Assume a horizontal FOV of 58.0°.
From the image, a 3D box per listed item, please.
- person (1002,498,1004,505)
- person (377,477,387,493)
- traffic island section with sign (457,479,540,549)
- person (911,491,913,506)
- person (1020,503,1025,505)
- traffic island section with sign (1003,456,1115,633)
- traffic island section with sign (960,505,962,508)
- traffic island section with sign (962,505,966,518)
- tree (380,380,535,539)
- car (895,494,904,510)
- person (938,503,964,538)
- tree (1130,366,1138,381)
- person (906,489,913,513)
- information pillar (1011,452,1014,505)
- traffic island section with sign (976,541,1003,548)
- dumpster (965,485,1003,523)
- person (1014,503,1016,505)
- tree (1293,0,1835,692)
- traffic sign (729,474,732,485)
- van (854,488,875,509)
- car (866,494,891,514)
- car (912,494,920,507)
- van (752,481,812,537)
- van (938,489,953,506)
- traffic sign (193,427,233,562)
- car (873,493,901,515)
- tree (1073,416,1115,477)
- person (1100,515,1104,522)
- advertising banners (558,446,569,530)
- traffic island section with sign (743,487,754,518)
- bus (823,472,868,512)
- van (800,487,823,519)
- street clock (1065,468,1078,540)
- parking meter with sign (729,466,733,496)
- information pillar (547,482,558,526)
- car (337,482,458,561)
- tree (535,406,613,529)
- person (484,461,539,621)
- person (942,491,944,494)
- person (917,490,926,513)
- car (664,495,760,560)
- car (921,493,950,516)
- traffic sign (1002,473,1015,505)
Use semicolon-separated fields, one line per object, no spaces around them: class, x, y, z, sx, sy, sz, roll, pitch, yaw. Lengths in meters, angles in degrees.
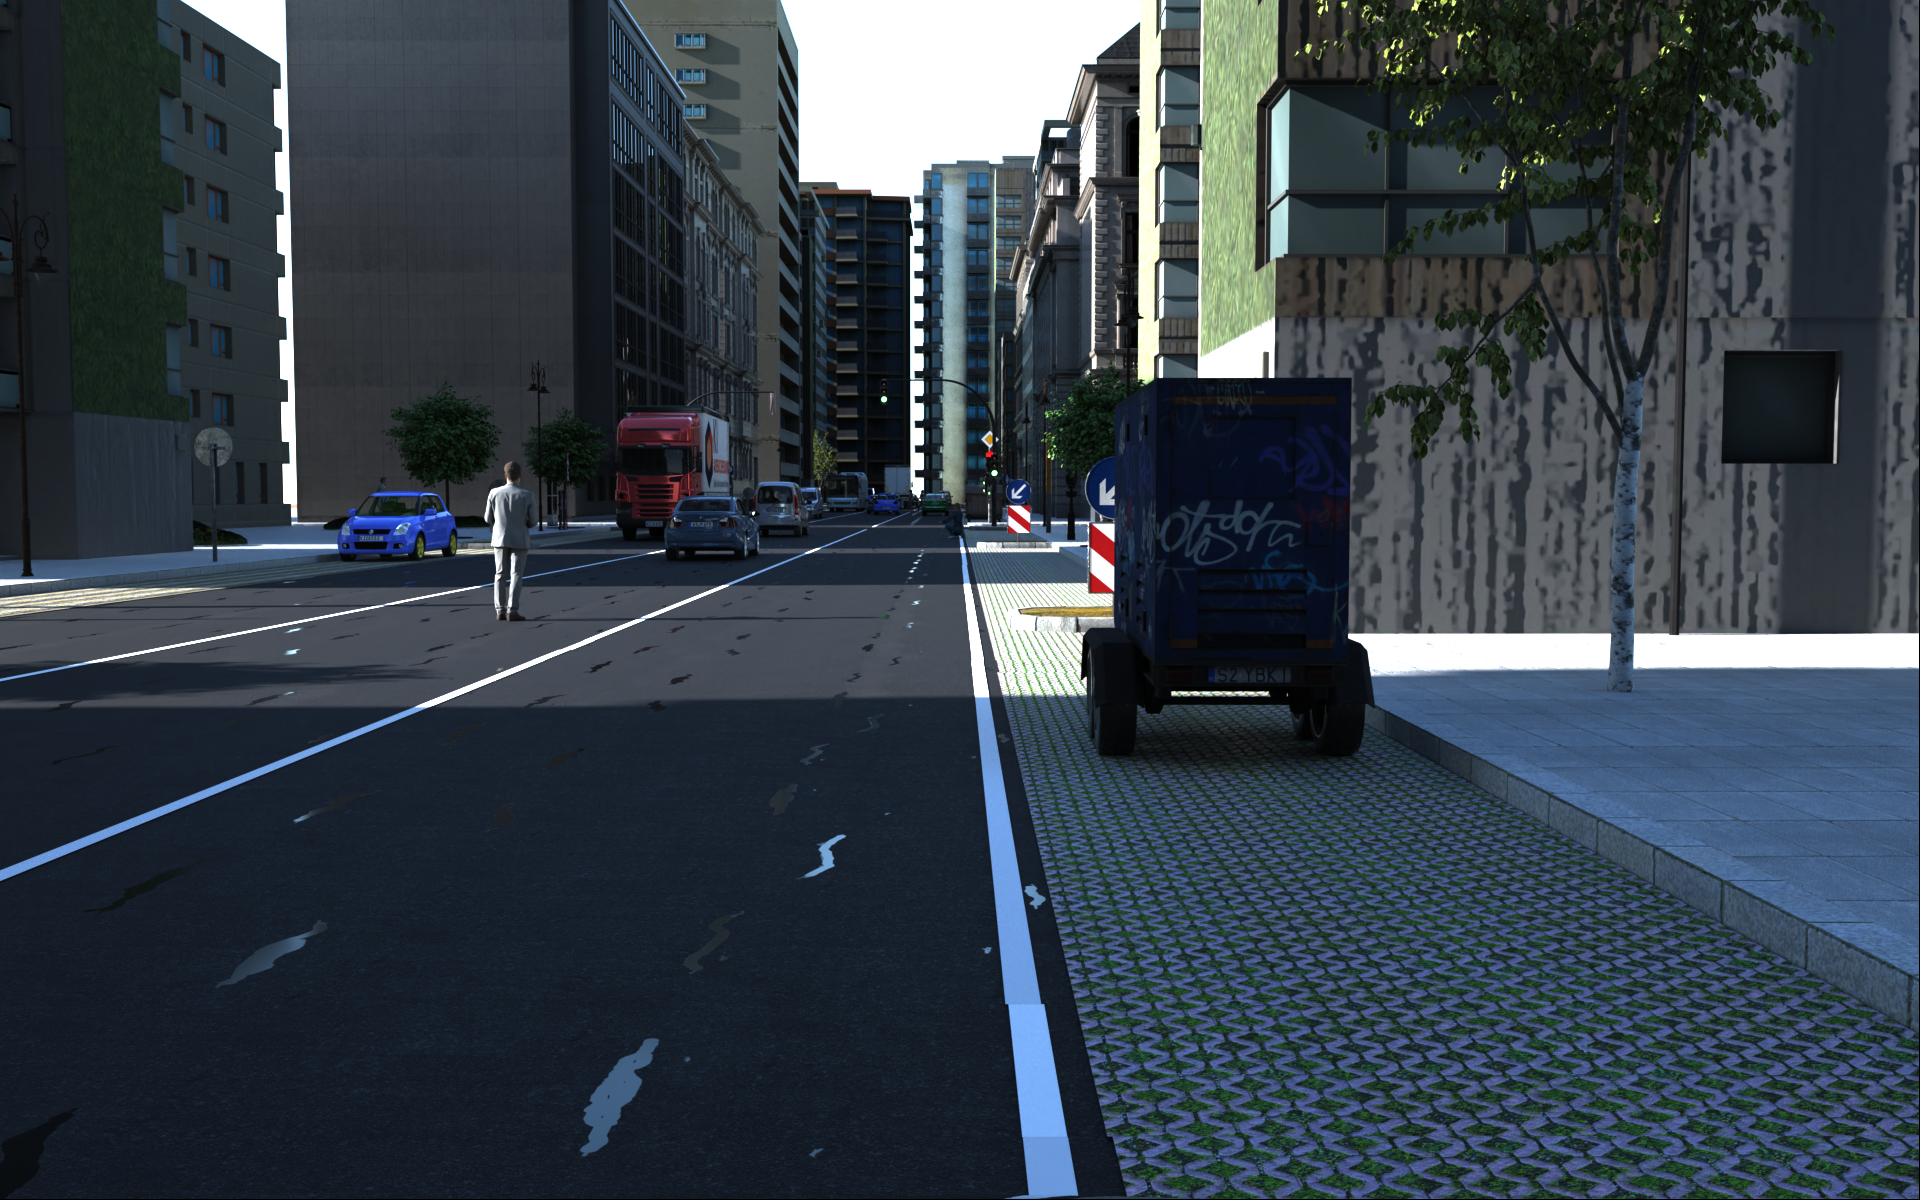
person;2.982;-7.586;130.562;0.515;1.767;0.782;3;4;36
person;-18.376;-3.000;55.214;0.853;1.813;0.709;-1;4;-12
traffic island section with sign;-12.179;-2.264;45.651;1.989;1.847;2.006;0;4;0
person;-6.022;-12.695;216.204;1.348;1.807;0.705;1;4;15
person;4.280;-7.087;121.900;0.794;1.824;0.713;-3;5;-40
traffic island section with sign;1.519;-0.618;18.726;1.989;1.847;2.006;0;4;0
traffic island section with sign;1.185;-7.388;129.423;1.989;1.847;2.006;0;4;0
traffic island section with sign;1.262;-5.717;102.101;1.989;1.847;2.006;0;4;0
tree;-14.926;-4.056;50.026;4.285;4.588;4.351;0;3;0
car;-6.104;-8.950;158.327;2.014;1.417;4.499;0;4;1
person;-0.259;-2.575;56.097;1.012;1.151;0.738;-3;5;-43
tree;8.498;-6.998;64.781;4.360;8.622;3.978;0;3;0
person;-3.802;-7.470;130.971;0.374;1.781;0.599;-2;4;-33
information pillar;2.897;-6.414;96.231;0.183;3.616;0.504;-1;4;-9
traffic island section with sign;1.435;-2.304;46.302;1.989;1.847;2.006;0;4;0
dumpster;1.131;-4.491;81.650;1.865;1.857;1.264;0;4;0
person;4.013;-7.442;128.290;0.480;1.755;0.524;2;4;31
tree;4.287;-3.724;11.251;4.737;8.622;4.395;0;3;0
traffic sign;-14.367;-6.504;106.439;0.768;2.556;0.104;1;4;9
van;-9.288;-10.050;168.705;2.240;2.365;5.245;0;4;0
car;-5.903;-6.997;126.398;2.014;1.417;4.499;0;4;-1
car;-5.445;-10.979;191.298;2.131;1.459;4.920;0;4;2
van;-6.110;-3.190;59.168;2.013;2.044;4.112;0;3;0
van;-1.869;-12.371;209.281;2.013;2.044;4.112;0;4;2
traffic sign;-14.147;-2.001;32.816;0.768;2.556;0.104;0;4;3
car;-4.996;-6.670;118.647;1.945;1.707;3.694;0;3;0
tree;3.568;-2.670;38.259;1.663;3.219;1.824;0;3;0
person;6.228;-4.284;76.365;0.678;1.792;0.850;-1;4;-15
advertising banners;-14.198;-4.033;62.128;0.090;3.025;2.074;0;4;-2
traffic island section with sign;-12.345;-5.664;101.241;1.989;1.847;2.006;0;4;0
bus;-9.308;-9.077;143.263;2.948;3.499;13.247;0;4;1
van;-8.967;-5.765;101.266;2.013;2.044;4.112;0;4;1
street clock;3.110;-2.678;48.357;0.358;2.002;0.471;1;4;18
parking meter with sign;-14.362;-6.823;107.813;0.543;3.016;1.738;0;4;-8
information pillar;-16.293;-3.957;69.194;0.304;2.012;0.304;2;4;32
car;-12.314;-1.736;37.978;1.945;1.707;3.694;0;3;0
tree;-14.746;-4.973;65.026;4.285;4.588;4.351;0;3;0
person;-5.072;-0.672;19.690;0.606;1.804;0.583;0;4;-5
person;-1.786;-11.231;192.839;0.721;1.736;1.217;-1;4;-23
person;-2.936;-7.478;131.363;0.643;1.750;0.593;2;4;33
car;-5.559;-1.654;39.041;2.014;1.417;4.499;0;4;-1
car;-1.623;-6.541;115.737;1.959;1.807;4.718;0;4;0
traffic sign;2.950;-6.405;104.826;0.768;2.556;0.104;0;4;0
